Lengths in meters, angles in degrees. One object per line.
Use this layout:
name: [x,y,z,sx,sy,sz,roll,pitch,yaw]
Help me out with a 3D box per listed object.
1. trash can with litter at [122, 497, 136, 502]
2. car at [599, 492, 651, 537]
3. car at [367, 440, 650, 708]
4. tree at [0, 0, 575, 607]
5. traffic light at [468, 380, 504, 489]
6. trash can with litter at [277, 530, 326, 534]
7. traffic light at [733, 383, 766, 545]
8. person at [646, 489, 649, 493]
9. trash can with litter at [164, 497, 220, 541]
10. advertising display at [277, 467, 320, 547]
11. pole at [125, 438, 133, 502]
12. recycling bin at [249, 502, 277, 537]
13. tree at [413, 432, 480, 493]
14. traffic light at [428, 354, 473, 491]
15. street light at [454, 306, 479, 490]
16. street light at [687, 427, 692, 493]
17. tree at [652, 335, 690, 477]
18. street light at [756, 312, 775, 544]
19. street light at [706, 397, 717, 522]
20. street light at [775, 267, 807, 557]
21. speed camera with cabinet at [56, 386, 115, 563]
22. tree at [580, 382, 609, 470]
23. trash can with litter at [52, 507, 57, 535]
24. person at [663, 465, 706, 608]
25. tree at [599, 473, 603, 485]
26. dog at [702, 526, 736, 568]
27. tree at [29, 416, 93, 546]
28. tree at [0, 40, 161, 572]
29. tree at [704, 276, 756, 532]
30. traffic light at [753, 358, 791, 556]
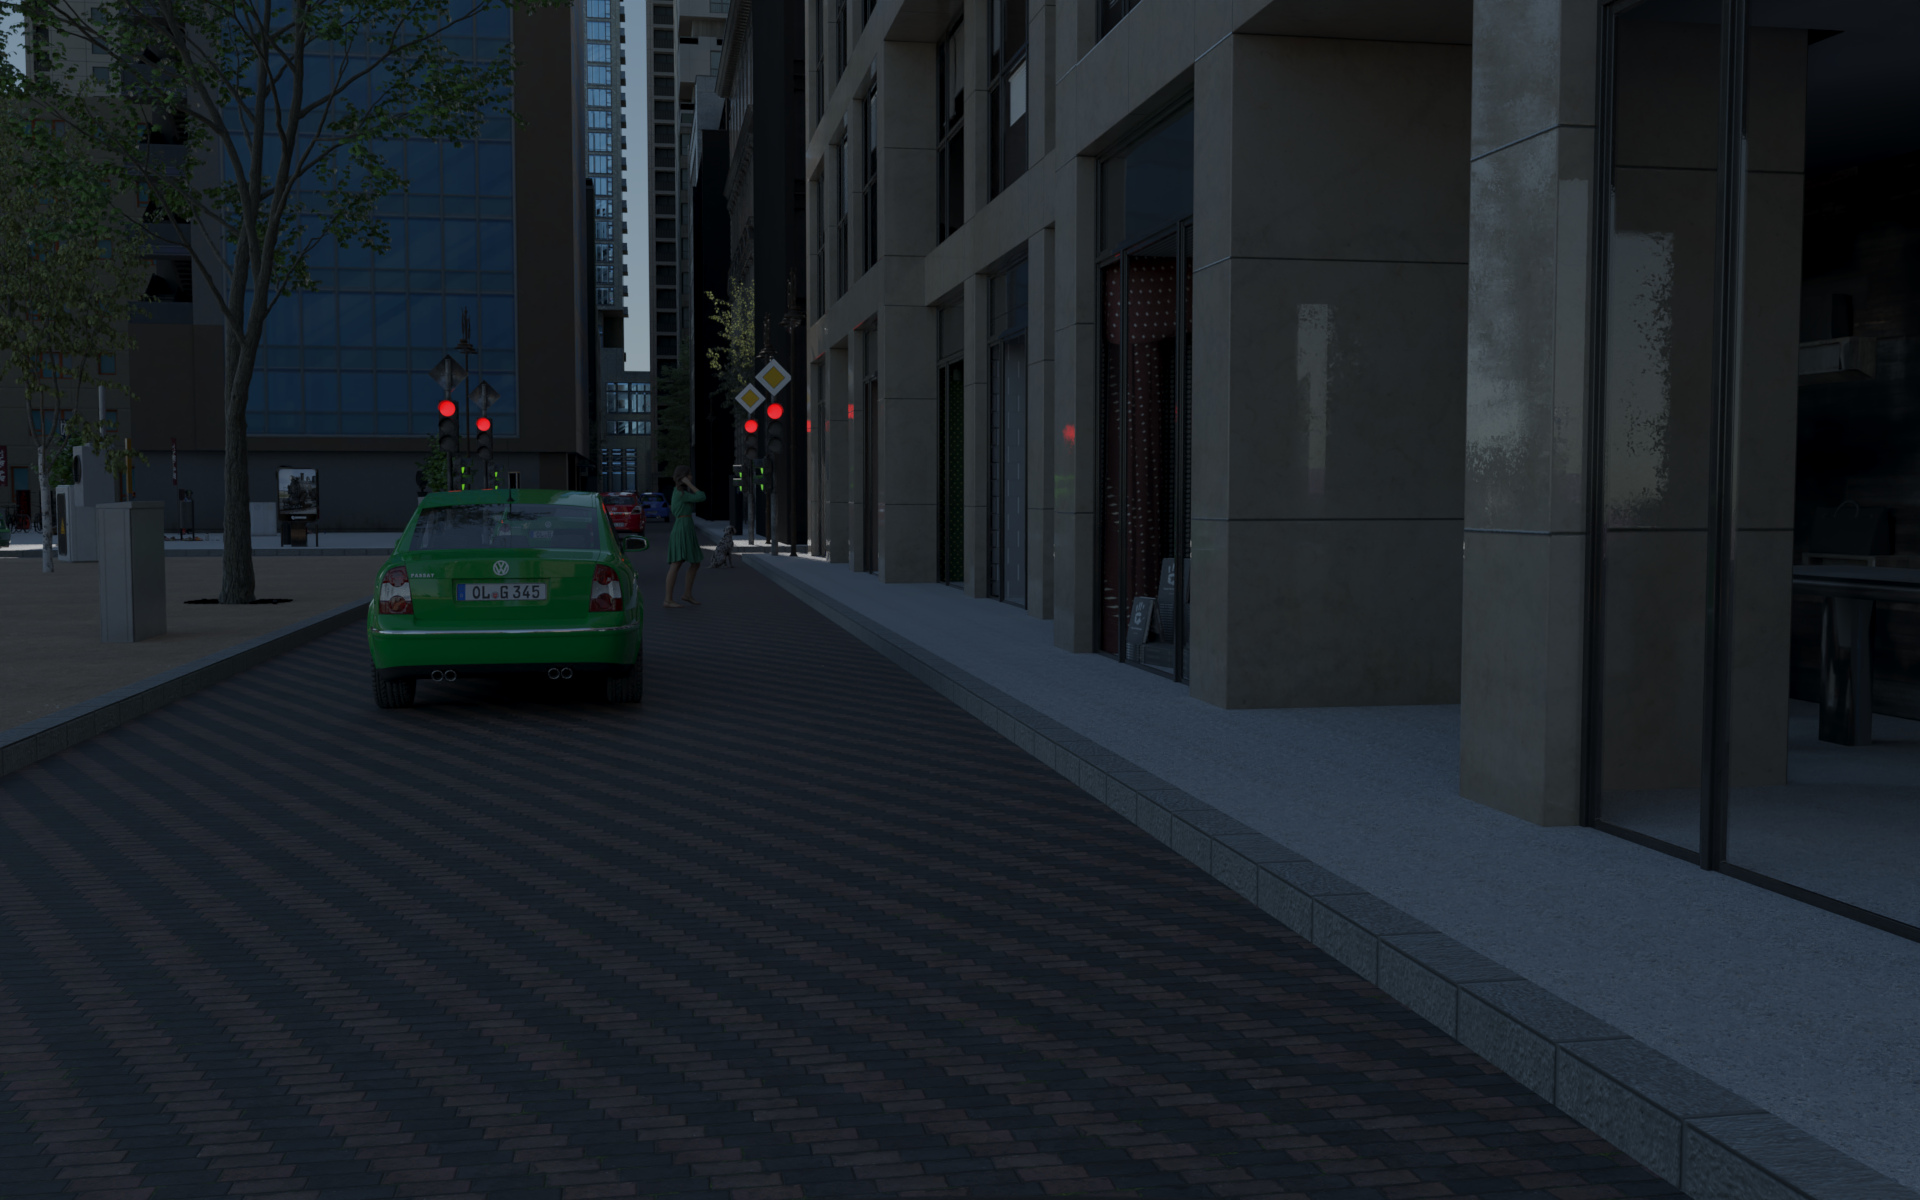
trash can with litter: [-32.756,-3.478,68.260,0.624,1.170,1.055,0,4,-4]
car: [-10.795,-2.772,54.367,2.155,1.783,4.494,-1,4,-10]
car: [-3.325,-0.262,13.086,1.959,1.807,4.718,-1,4,-11]
tree: [-8.313,-5.766,20.035,9.928,11.665,9.643,0,3,0]
traffic light: [-11.667,-3.285,42.639,0.839,4.253,0.868,-1,4,-10]
trash can with litter: [-21.224,-2.720,55.521,1.678,1.210,2.233,-1,4,-9]
traffic light: [-5.313,-3.357,43.813,0.839,4.253,0.868,-1,4,-10]
person: [-26.486,-8.462,146.833,0.705,1.826,1.348,2,4,24]
trash can with litter: [-21.407,-2.235,47.597,2.233,1.210,1.678,2,4,29]
advertising display: [-16.059,-2.253,42.049,0.974,1.923,0.123,0,4,0]
pole: [-30.492,-4.265,63.576,0.158,3.312,0.155,0,3,0]
recycling bin: [-21.250,-2.457,52.733,0.722,1.027,0.722,-2,4,-30]
tree: [-14.066,-3.221,47.272,1.663,3.219,1.824,0,3,0]
traffic light: [-10.230,-2.805,34.783,0.839,4.253,0.868,-1,4,-10]
street light: [-12.162,-4.282,42.797,0.468,5.910,1.993,-1,4,-10]
street light: [-18.284,-8.850,117.482,0.468,5.910,1.993,-1,4,-10]
tree: [-18.225,-12.546,123.255,7.486,12.596,7.792,0,3,0]
street light: [-4.920,-4.372,44.266,0.468,5.910,1.993,-1,4,-10]
street light: [-11.559,-6.599,80.684,0.468,5.910,1.993,-1,4,-10]
street light: [-3.423,-3.833,35.454,0.468,5.910,1.993,-1,4,-10]
speed camera with cabinet: [-16.264,-2.314,32.165,0.660,3.252,2.038,-3,5,-39]
tree: [-24.823,-9.858,111.542,4.360,8.622,3.978,0,3,0]
trash can with litter: [-27.936,-2.590,53.733,1.055,1.170,0.624,0,4,4]
person: [-3.523,-0.806,21.932,0.529,1.795,0.600,-2,4,-25]
tree: [-35.093,-10.911,162.107,4.285,4.588,4.351,0,3,0]
dog: [-4.727,-1.027,33.632,0.800,0.831,0.513,-1,4,-12]
tree: [-22.036,-2.974,43.222,1.663,3.219,1.824,0,3,0]
tree: [-14.877,-4.745,27.943,4.737,8.622,4.395,0,3,0]
tree: [-6.763,-6.612,58.470,4.360,8.622,3.978,0,3,0]
traffic light: [-3.876,-2.877,35.958,0.839,4.253,0.868,-1,4,-10]
